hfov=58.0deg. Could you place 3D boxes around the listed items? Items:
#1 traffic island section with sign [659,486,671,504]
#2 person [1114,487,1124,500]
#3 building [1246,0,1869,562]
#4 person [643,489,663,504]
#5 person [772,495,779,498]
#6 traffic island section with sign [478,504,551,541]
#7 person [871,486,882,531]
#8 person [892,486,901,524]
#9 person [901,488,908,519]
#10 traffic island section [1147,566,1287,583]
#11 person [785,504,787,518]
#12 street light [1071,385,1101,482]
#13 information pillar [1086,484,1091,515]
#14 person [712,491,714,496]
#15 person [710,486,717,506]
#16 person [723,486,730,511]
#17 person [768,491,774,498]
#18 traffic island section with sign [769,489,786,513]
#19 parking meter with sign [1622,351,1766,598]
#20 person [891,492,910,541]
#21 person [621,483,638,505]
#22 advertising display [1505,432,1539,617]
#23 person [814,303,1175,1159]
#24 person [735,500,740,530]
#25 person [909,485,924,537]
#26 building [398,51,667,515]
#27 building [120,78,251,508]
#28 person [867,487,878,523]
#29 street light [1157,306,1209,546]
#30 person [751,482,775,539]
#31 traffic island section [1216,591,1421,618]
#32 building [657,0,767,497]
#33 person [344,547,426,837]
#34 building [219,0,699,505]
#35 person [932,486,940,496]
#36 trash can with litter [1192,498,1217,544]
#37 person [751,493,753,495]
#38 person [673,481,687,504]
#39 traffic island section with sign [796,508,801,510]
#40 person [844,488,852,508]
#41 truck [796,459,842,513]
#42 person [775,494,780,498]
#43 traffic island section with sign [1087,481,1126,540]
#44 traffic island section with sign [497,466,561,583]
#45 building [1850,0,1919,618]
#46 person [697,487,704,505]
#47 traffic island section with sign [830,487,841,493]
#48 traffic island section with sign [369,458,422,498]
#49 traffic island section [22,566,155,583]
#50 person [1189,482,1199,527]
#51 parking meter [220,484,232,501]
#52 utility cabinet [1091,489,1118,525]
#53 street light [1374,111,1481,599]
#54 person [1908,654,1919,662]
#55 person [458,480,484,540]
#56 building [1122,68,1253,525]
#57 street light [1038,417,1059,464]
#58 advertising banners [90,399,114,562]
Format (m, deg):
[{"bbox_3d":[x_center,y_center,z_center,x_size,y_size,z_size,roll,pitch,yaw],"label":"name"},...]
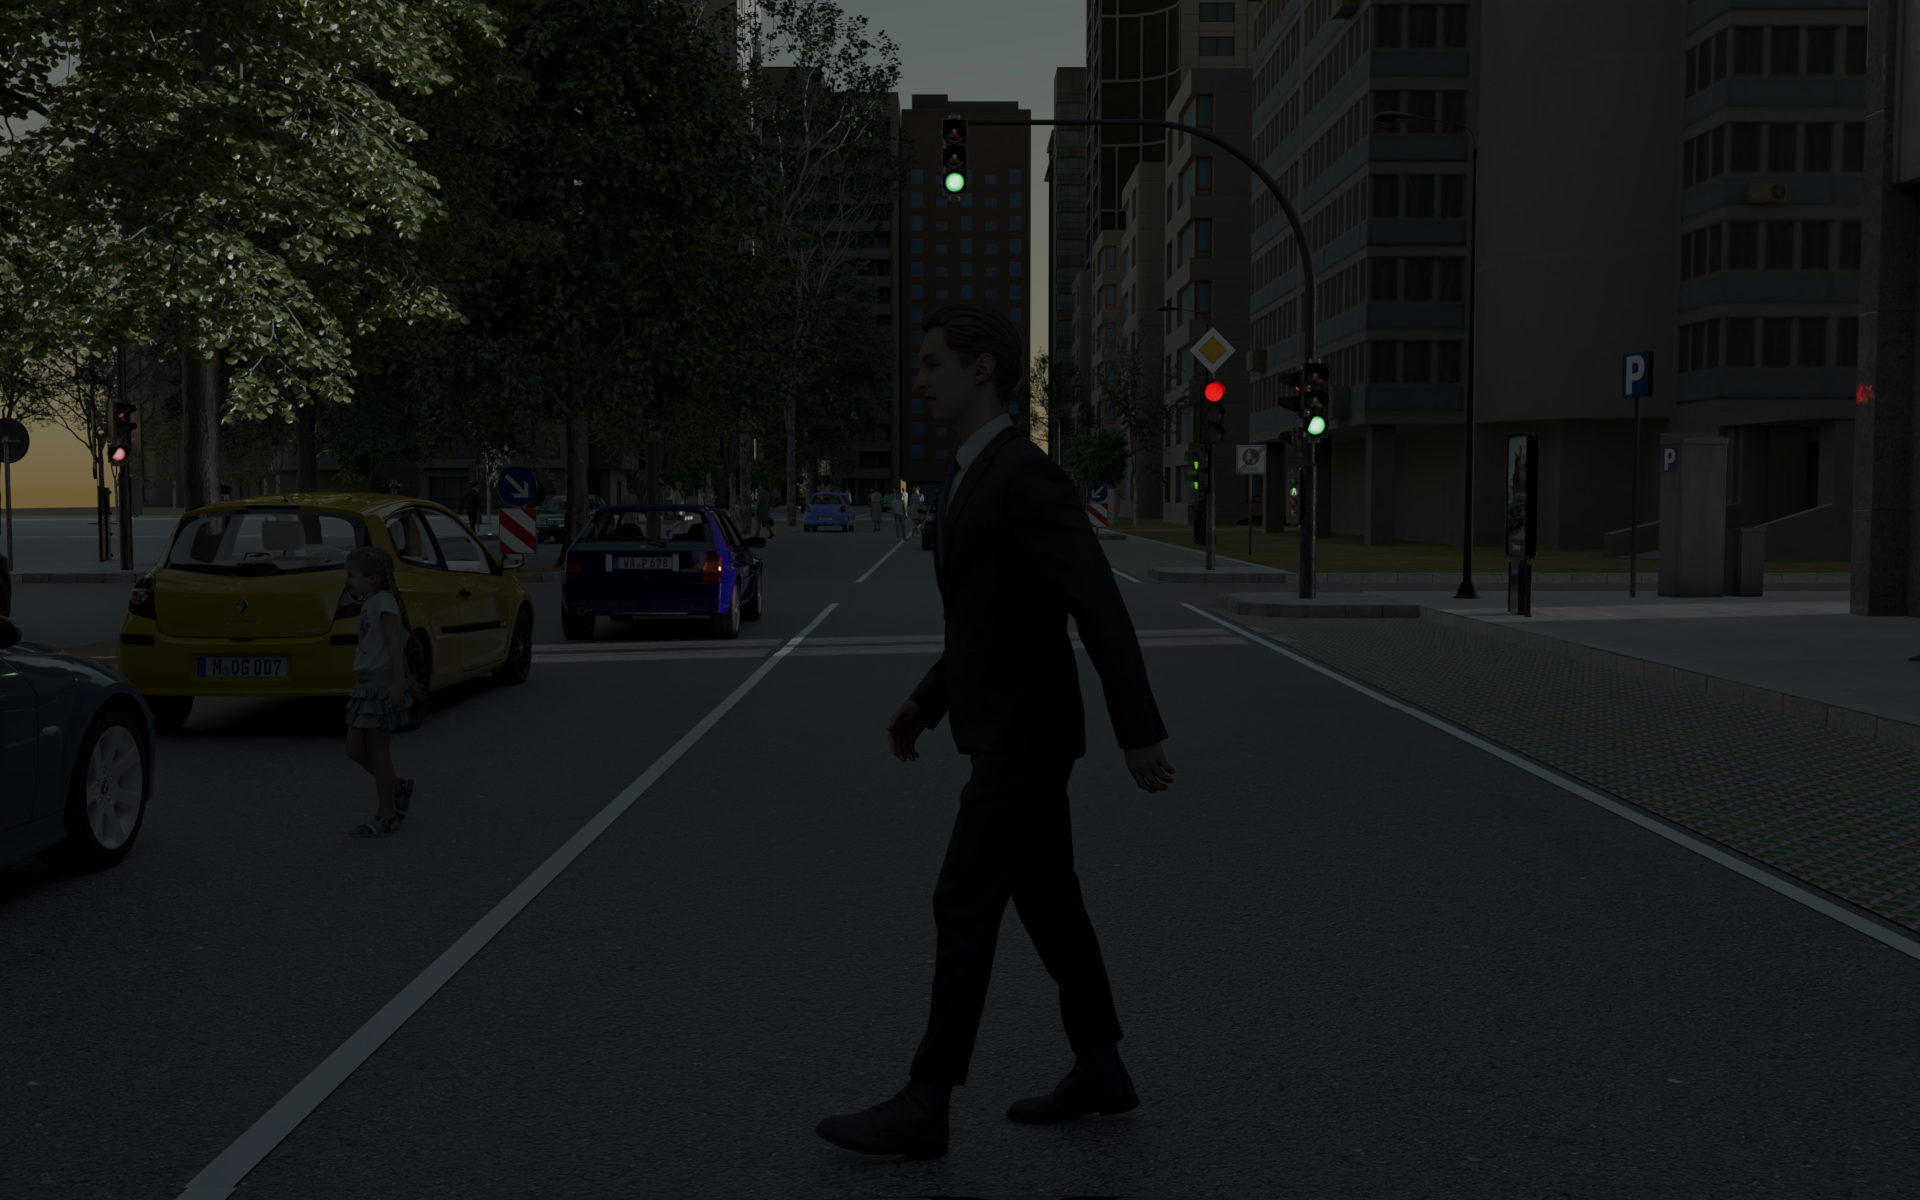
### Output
[{"bbox_3d":[-13.969,-4.469,81.691,1.989,1.847,2.006,0,4,0],"label":"traffic island section with sign"},{"bbox_3d":[9.855,-6.349,109.872,0.705,1.821,1.348,-3,4,-38],"label":"person"},{"bbox_3d":[21.359,-21.754,47.554,23.993,40.220,32.217,0,4,0],"label":"building"},{"bbox_3d":[-9.988,-2.920,56.426,0.473,1.802,0.592,-3,5,-44],"label":"person"},{"bbox_3d":[-19.171,-10.510,178.603,1.217,1.743,0.721,-1,4,-17],"label":"person"},{"bbox_3d":[-13.852,-2.770,53.925,1.989,1.847,2.006,0,4,0],"label":"traffic island section with sign"},{"bbox_3d":[-3.231,-3.513,66.511,0.480,1.755,0.524,-3,4,-37],"label":"person"},{"bbox_3d":[-3.001,-4.586,83.502,0.620,1.820,0.660,1,4,16],"label":"person"},{"bbox_3d":[-3.104,-5.382,96.715,0.478,1.798,0.641,-2,4,-24],"label":"person"},{"bbox_3d":[4.257,-0.430,29.312,2.009,0.180,2.903,0,4,0],"label":"traffic island section"},{"bbox_3d":[-10.216,-5.749,103.502,0.522,1.701,0.512,0,4,-3],"label":"person"},{"bbox_3d":[5.392,-6.184,73.642,1.470,5.913,1.316,0,4,0],"label":"street light"},{"bbox_3d":[6.517,-5.017,86.527,0.304,2.012,0.304,-2,4,-33],"label":"information pillar"},{"bbox_3d":[-18.587,-7.513,128.751,0.599,1.838,0.709,2,4,28],"label":"person"},{"bbox_3d":[-9.908,-3.698,69.529,0.524,1.755,0.480,1,4,10],"label":"person"},{"bbox_3d":[-17.983,-7.837,133.808,0.705,1.869,1.348,1,4,11],"label":"person"},{"bbox_3d":[-18.911,-10.058,171.311,0.721,1.723,1.217,3,5,40],"label":"person"},{"bbox_3d":[-14.147,-7.564,132.305,1.989,1.847,2.006,0,4,0],"label":"traffic island section with sign"},{"bbox_3d":[9.159,-1.548,21.571,1.738,3.016,0.543,-1,4,-11],"label":"parking meter with sign"},{"bbox_3d":[-1.833,-2.582,53.307,0.523,1.515,0.503,3,4,36],"label":"person"},{"bbox_3d":[-8.913,-2.309,46.999,0.760,1.731,0.466,1,4,23],"label":"person"},{"bbox_3d":[5.968,-0.808,18.429,0.123,1.923,0.974,0,4,6],"label":"advertising display"},{"bbox_3d":[0.045,0.273,3.820,0.755,1.850,0.659,-1,4,-9],"label":"person"},{"bbox_3d":[-8.997,-3.409,69.245,0.382,1.210,0.505,-3,4,-37],"label":"person"},{"bbox_3d":[-1.482,-2.971,57.820,0.466,1.731,0.760,-2,4,-32],"label":"person"},{"bbox_3d":[-27.403,-20.777,111.413,14.160,30.474,14.107,0,4,0],"label":"building"},{"bbox_3d":[-72.005,-29.744,169.914,14.086,41.232,14.154,0,4,0],"label":"building"},{"bbox_3d":[-4.277,-4.675,85.278,0.623,1.781,0.721,0,4,-6],"label":"person"},{"bbox_3d":[5.570,-4.306,42.948,1.470,5.913,1.316,0,4,0],"label":"street light"},{"bbox_3d":[-6.345,-2.875,55.605,0.767,1.812,0.694,2,4,27],"label":"person"},{"bbox_3d":[4.288,0.058,21.327,2.009,0.180,2.903,0,4,0],"label":"traffic island section"},{"bbox_3d":[-30.094,-44.465,165.259,20.611,71.187,20.563,0,4,0],"label":"building"},{"bbox_3d":[-2.385,0.381,7.293,0.382,1.210,0.505,-2,4,-33],"label":"person"},{"bbox_3d":[-36.194,-26.806,130.154,32.217,40.220,23.993,0,4,0],"label":"building"},{"bbox_3d":[-1.202,-5.362,95.539,0.648,1.900,0.474,-1,4,-21],"label":"person"},{"bbox_3d":[6.377,-2.034,44.637,0.624,1.170,1.055,-1,4,-12],"label":"trash can with litter"},{"bbox_3d":[-16.900,-8.022,138.022,1.217,1.723,0.721,0,4,-6],"label":"person"},{"bbox_3d":[-9.141,-2.919,56.102,0.818,1.842,0.514,0,4,2],"label":"person"},{"bbox_3d":[-14.251,-9.213,159.260,1.989,1.847,2.006,0,4,0],"label":"traffic island section with sign"},{"bbox_3d":[-6.601,-5.718,102.082,0.635,1.810,0.391,3,5,39],"label":"person"},{"bbox_3d":[-10.951,-9.004,136.129,2.839,4.237,11.283,0,4,1],"label":"truck"},{"bbox_3d":[-18.383,-10.169,173.250,0.756,1.711,0.436,3,4,37],"label":"person"},{"bbox_3d":[4.165,-2.810,54.564,1.989,1.847,2.006,0,4,0],"label":"traffic island section with sign"},{"bbox_3d":[-7.224,-1.272,28.929,2.006,1.907,1.989,0,4,0],"label":"traffic island section with sign"},{"bbox_3d":[15.583,-11.615,7.922,12.078,24.808,19.932,0,4,0],"label":"building"},{"bbox_3d":[-16.135,-6.199,108.058,0.621,1.740,0.551,-3,5,-39],"label":"person"},{"bbox_3d":[-7.520,-5.867,104.067,2.006,1.907,1.989,0,4,0],"label":"traffic island section with sign"},{"bbox_3d":[-7.206,-0.819,21.522,2.006,1.907,1.989,0,4,0],"label":"traffic island section with sign"},{"bbox_3d":[-14.084,-0.426,29.247,2.009,0.180,2.903,0,4,0],"label":"traffic island section"},{"bbox_3d":[9.222,-3.777,67.974,0.526,1.800,0.537,-1,4,-20],"label":"person"},{"bbox_3d":[-16.366,-1.841,38.511,0.372,1.533,0.369,0,3,0],"label":"parking meter"},{"bbox_3d":[6.015,-3.879,72.108,1.173,1.500,0.318,3,4,38],"label":"utility cabinet"},{"bbox_3d":[5.722,-2.976,21.205,1.470,5.913,1.316,0,4,0],"label":"street light"},{"bbox_3d":[7.680,-0.444,13.179,0.818,1.842,0.514,1,4,13],"label":"person"},{"bbox_3d":[-14.357,-2.625,51.188,0.659,1.850,0.755,2,4,28],"label":"person"},{"bbox_3d":[23.139,-14.681,85.072,27.650,21.520,28.899,0,4,0],"label":"building"},{"bbox_3d":[5.413,-8.062,104.349,1.470,5.913,1.316,0,4,0],"label":"street light"},{"bbox_3d":[-16.354,-2.250,32.976,0.090,3.025,2.074,-1,4,-18],"label":"advertising banners"}]
